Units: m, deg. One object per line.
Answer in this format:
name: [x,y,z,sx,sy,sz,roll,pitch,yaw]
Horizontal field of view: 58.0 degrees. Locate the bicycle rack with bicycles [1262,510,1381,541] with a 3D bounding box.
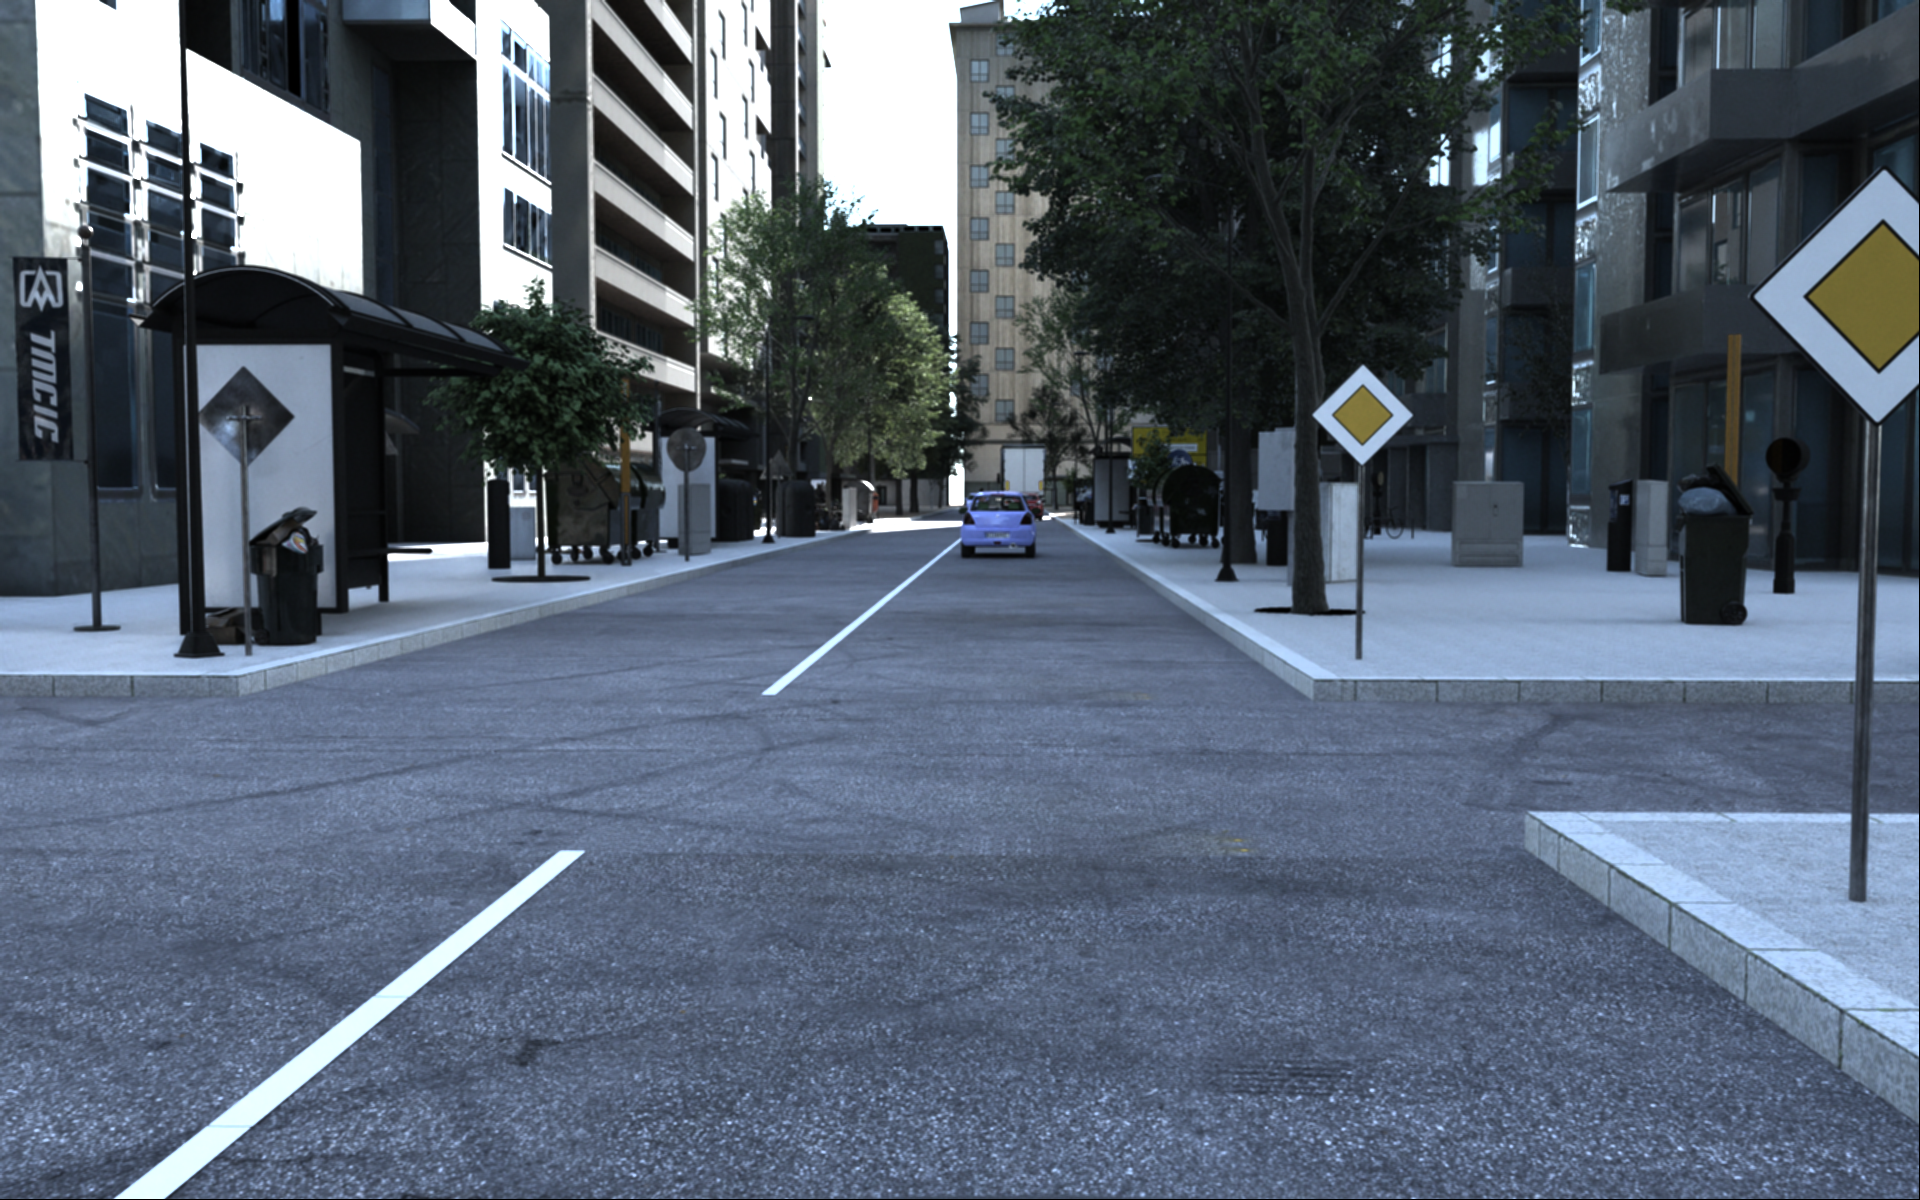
bicycle rack with bicycles: [9.367,-2.018,46.378,2.925,0.926,2.852,0,4,-2]

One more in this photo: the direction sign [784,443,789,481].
direction sign: [-7.661,-5.215,77.269,0.379,3.537,0.876,1,4,15]

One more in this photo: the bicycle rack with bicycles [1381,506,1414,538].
bicycle rack with bicycles: [11.652,-2.256,50.262,2.925,0.926,2.852,-2,4,-34]

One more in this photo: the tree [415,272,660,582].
tree: [-6.335,-2.573,25.784,4.285,4.588,4.351,0,3,0]

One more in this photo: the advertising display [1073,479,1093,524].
advertising display: [5.260,-4.203,73.928,0.974,1.923,0.123,-2,4,-35]

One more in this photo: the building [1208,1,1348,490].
building: [26.518,-43.105,143.024,20.563,71.187,20.611,0,4,2]

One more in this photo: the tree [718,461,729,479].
tree: [-12.451,-5.667,87.257,1.663,3.219,1.824,0,3,0]

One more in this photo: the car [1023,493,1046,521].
car: [3.620,-5.237,94.667,2.155,1.783,4.494,0,4,2]

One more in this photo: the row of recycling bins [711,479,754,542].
row of recycling bins: [-6.298,-2.501,48.004,1.069,1.692,3.534,0,4,1]

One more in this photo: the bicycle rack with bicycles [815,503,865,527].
bicycle rack with bicycles: [-5.199,-3.365,68.406,2.925,0.926,2.852,0,4,-2]

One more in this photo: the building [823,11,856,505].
building: [-24.272,-30.095,146.677,28.867,44.769,22.147,0,4,2]

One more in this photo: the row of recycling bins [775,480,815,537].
row of recycling bins: [-5.085,-2.800,52.893,1.069,1.692,3.534,-1,4,-12]

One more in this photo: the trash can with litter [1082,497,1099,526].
trash can with litter: [5.496,-3.618,70.535,1.055,1.170,0.624,2,4,25]

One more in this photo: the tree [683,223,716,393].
tree: [-5.356,-7.955,55.816,9.928,11.665,9.643,0,3,0]

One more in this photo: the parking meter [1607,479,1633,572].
parking meter: [10.966,-1.246,28.784,0.372,1.533,0.369,0,3,0]

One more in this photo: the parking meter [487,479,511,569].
parking meter: [-7.941,-1.309,29.820,0.372,1.533,0.369,0,3,0]

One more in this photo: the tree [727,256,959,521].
tree: [-5.195,-8.055,66.113,8.767,10.594,7.601,1,4,11]

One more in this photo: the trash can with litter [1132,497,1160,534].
trash can with litter: [6.219,-2.747,56.309,0.624,1.170,1.055,-3,5,-42]

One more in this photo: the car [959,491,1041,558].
car: [0.921,-1.878,40.298,1.945,1.707,3.694,0,4,3]

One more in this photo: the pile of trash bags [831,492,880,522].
pile of trash bags: [-4.814,-4.355,80.963,1.912,1.369,3.447,-3,4,-36]

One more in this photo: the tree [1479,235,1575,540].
tree: [16.904,-5.996,48.398,4.360,8.622,3.978,0,3,0]

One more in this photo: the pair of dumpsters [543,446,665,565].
pair of dumpsters: [-6.871,-1.894,33.453,1.574,2.255,4.437,0,4,2]

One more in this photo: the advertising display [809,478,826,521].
advertising display: [-5.800,-4.063,71.642,0.974,1.923,0.123,-2,4,-33]

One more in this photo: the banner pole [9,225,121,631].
banner pole: [-8.373,-1.601,16.193,0.863,3.779,0.401,-1,4,-12]

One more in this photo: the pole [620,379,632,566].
pole: [-5.976,-2.267,30.907,0.158,3.312,0.155,0,3,0]

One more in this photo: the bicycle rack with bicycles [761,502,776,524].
bicycle rack with bicycles: [-7.591,-3.717,74.159,2.852,0.926,2.925,-1,4,-19]

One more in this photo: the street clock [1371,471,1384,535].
street clock: [13.178,-3.066,54.694,0.358,2.002,0.471,3,4,39]

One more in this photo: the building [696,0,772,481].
building: [-26.067,-31.388,102.435,28.713,52.752,27.495,0,4,2]

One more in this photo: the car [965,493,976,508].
car: [1.356,-7.883,138.481,1.945,1.707,3.694,0,4,0]

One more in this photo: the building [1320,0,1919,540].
building: [26.706,-27.261,65.330,23.786,49.044,30.456,0,4,2]

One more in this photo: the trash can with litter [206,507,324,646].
trash can with litter: [-5.989,-0.206,14.757,1.055,1.170,0.624,0,4,1]

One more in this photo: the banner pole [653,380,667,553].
banner pole: [-6.657,-2.951,38.270,0.401,3.779,0.863,0,4,0]

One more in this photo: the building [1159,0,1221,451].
building: [25.761,-30.517,122.656,21.300,48.544,21.600,0,4,2]

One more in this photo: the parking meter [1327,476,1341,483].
parking meter: [11.843,-3.009,54.912,0.399,1.863,0.255,-3,4,-39]

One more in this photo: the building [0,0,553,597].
building: [-21.942,-44.167,34.810,22.319,86.520,31.000,0,4,2]

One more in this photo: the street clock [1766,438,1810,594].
street clock: [10.649,-1.086,22.327,0.358,2.002,0.471,-3,4,-37]

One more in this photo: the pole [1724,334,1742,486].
pole: [9.902,-1.736,22.234,0.158,3.312,0.155,0,3,0]

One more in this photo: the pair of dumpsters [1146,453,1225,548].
pair of dumpsters: [5.568,-2.470,42.877,1.574,2.255,4.437,0,4,2]

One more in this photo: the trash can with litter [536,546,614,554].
trash can with litter: [-8.745,-1.637,37.819,2.233,1.210,1.678,3,5,42]

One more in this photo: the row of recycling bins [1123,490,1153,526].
row of recycling bins: [7.775,-3.947,71.642,1.069,1.692,3.534,3,4,38]

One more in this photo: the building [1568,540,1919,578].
building: [27.578,-25.187,31.410,30.456,49.044,23.786,0,4,2]

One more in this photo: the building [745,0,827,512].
building: [-17.327,-26.919,123.723,14.154,41.232,14.086,0,4,2]

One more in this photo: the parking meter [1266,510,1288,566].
parking meter: [5.693,-1.385,31.059,0.372,1.533,0.369,0,3,0]

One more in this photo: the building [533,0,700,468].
building: [-23.222,-27.313,70.266,21.300,48.544,21.600,0,4,2]

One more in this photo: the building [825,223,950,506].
building: [-8.240,-25.439,187.625,14.107,30.474,14.160,0,4,2]

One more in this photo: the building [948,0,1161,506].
building: [12.966,-36.973,193.749,27.495,52.752,28.713,0,4,2]

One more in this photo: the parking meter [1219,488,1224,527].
parking meter: [10.171,-3.648,68.052,0.372,1.533,0.369,0,3,0]
